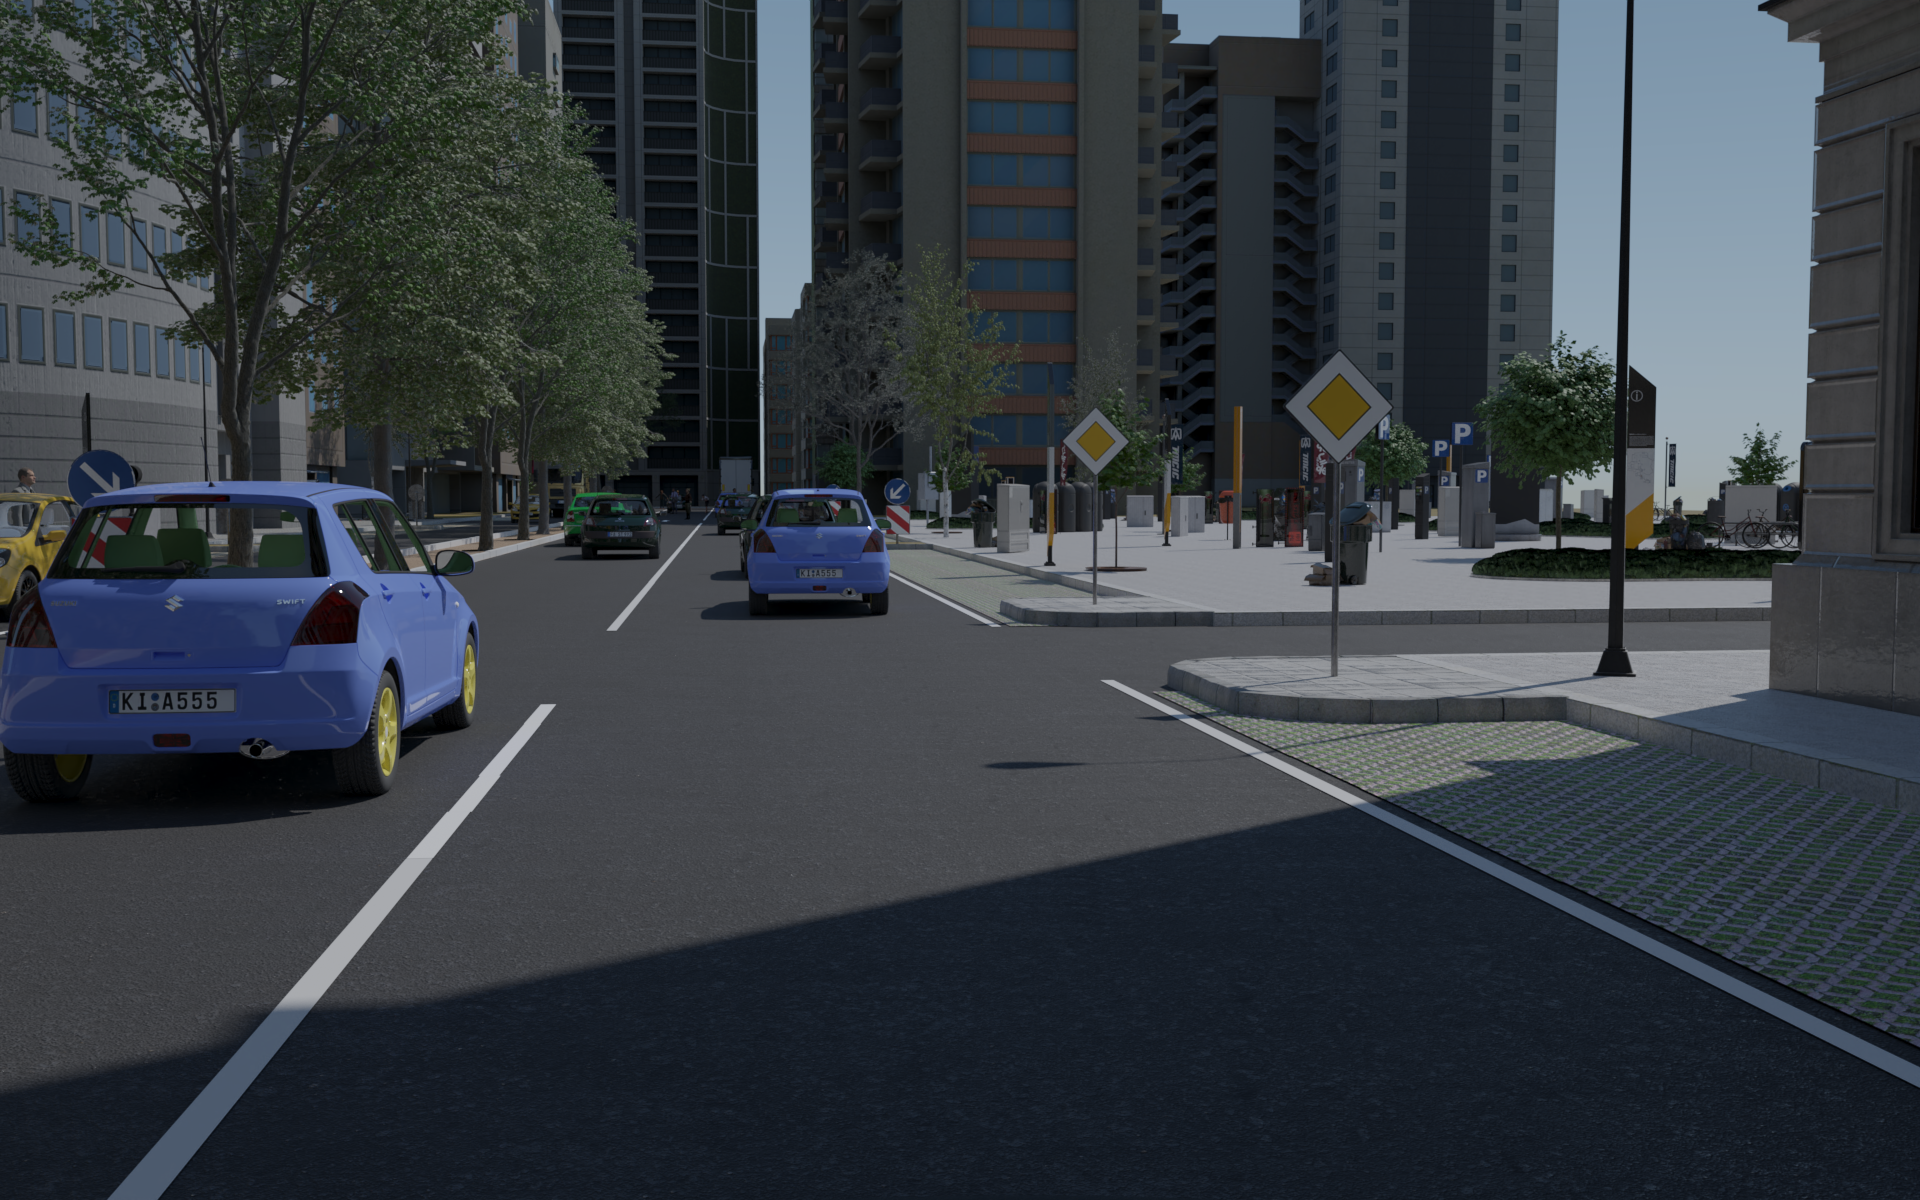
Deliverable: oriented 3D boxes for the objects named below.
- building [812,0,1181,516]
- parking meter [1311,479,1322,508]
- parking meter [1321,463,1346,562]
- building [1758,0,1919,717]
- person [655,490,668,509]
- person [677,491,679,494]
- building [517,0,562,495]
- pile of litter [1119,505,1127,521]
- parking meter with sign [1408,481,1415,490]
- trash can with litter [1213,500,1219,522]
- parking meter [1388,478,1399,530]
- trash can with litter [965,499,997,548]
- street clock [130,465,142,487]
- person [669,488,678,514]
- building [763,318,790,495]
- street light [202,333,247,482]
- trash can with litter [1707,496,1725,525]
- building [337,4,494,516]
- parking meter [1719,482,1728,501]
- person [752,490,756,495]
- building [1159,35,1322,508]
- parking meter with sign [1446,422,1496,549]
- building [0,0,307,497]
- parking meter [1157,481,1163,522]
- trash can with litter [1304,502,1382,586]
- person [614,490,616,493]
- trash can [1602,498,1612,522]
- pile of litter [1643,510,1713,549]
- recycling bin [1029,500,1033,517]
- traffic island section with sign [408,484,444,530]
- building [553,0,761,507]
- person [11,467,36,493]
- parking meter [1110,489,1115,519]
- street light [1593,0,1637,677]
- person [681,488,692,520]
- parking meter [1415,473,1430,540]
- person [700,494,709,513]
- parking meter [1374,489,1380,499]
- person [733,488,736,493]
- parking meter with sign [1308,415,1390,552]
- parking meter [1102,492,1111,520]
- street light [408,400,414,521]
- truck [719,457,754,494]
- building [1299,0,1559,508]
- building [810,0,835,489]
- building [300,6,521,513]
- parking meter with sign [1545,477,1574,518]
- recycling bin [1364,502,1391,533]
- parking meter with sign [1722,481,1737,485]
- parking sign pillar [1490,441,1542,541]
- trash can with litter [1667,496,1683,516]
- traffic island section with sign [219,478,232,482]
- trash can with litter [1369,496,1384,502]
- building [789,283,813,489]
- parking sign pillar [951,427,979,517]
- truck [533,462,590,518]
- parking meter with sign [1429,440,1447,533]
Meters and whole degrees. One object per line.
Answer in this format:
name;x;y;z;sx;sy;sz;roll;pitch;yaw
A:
building;1.746;-28.065;113.491;22.147;44.769;28.867;0;4;-8
parking meter;11.530;-3.066;55.834;0.255;1.863;0.399;-3;5;-44
parking meter;7.073;-1.648;32.660;0.255;1.863;0.399;3;4;38
building;11.211;-8.432;2.494;10.561;19.102;19.286;0;4;-8
person;-28.901;-9.743;167.814;1.348;1.821;0.705;1;4;10
person;-26.227;-9.266;160.722;1.217;1.743;0.721;-2;4;-25
building;-47.054;-32.477;154.698;21.600;48.544;21.300;0;4;-8
pile of litter;8.389;-4.245;83.365;1.176;0.858;1.719;-1;4;-20
parking meter with sign;24.617;-5.915;92.972;0.543;3.016;1.738;-2;4;-26
trash can with litter;11.602;-4.096;78.362;1.055;1.170;0.624;3;5;43
parking meter;15.601;-3.464;62.350;0.255;1.863;0.399;-1;4;-11
trash can with litter;0.682;-1.853;41.683;0.624;1.170;1.055;3;5;44
street clock;-20.793;-2.380;43.489;0.471;2.002;0.358;0;4;-2
person;-20.408;-7.021;123.163;0.709;1.838;0.599;2;4;30
building;-7.084;-21.272;192.837;28.899;21.520;27.650;0;4;-8
street light;-21.125;-4.724;49.773;1.470;5.913;1.316;0;4;-8
trash can with litter;23.770;-2.716;55.458;2.233;1.210;1.678;1;4;17
building;-43.570;-31.411;102.816;28.713;52.752;27.495;0;4;-8
parking meter;38.062;-4.932;86.351;0.399;1.863;0.255;2;4;33
person;-20.447;-9.917;170.724;1.350;1.814;0.705;-2;4;-35
building;25.445;-31.658;167.721;14.200;45.320;14.600;0;4;-8
parking meter with sign;12.314;-2.762;41.415;0.543;3.016;1.738;0;4;-7
building;-34.215;-31.144;51.206;21.231;58.520;28.212;0;4;-8
parking meter;9.344;-4.563;80.315;0.255;1.863;0.399;2;4;29
trash can with litter;5.390;-0.796;24.402;1.055;1.170;0.624;-3;4;-37
person;-29.865;-8.621;149.471;0.705;1.822;1.348;0;4;-7
trash can;26.169;-3.548;69.658;0.748;1.137;0.748;0;3;0
pile of litter;16.486;-1.577;39.755;1.719;0.858;1.176;3;5;44
recycling bin;2.986;-3.867;75.784;0.722;1.027;0.722;2;4;35
traffic island section with sign;-21.978;-3.752;69.976;1.989;1.847;2.006;0;4;-8
building;-31.761;-45.629;184.286;20.611;71.187;20.563;0;4;-8
person;-13.227;-0.979;24.612;0.767;1.812;0.694;-1;4;-11
parking meter;7.908;-4.971;89.693;0.372;1.533;0.369;0;3;0
street light;4.115;-2.417;12.058;1.470;5.913;1.316;0;4;-8
person;-15.378;-5.402;97.338;0.721;1.766;1.217;-3;4;-36
parking meter;13.063;-2.646;48.968;0.399;1.863;0.255;-3;5;-43
person;-19.028;-7.185;129.158;0.628;1.438;0.799;0;4;-5
parking meter;21.000;-4.813;87.101;0.372;1.533;0.369;0;3;0
person;-15.061;-6.570;115.859;1.348;1.831;0.705;-3;5;-39
parking meter with sign;8.602;-2.584;38.508;1.738;3.016;0.543;3;4;38
parking meter;7.347;-4.961;86.817;0.399;1.863;0.255;-2;4;-27
street light;-25.416;-6.677;81.704;1.470;5.913;1.316;0;4;-8
truck;-17.539;-8.990;135.901;2.839;4.237;11.283;0;4;-7
building;43.020;-44.562;166.843;20.611;71.187;20.563;0;4;-8
building;-4.643;-27.607;134.970;14.154;41.232;14.086;0;4;-8
building;-39.611;-29.040;124.914;14.600;45.320;14.200;0;4;-8
parking meter with sign;26.234;-4.908;76.507;1.738;3.016;0.543;3;5;43
recycling bin;13.991;-2.783;58.053;0.722;1.027;0.722;0;4;-5
parking meter with sign;43.500;-6.220;97.963;1.738;3.016;0.543;0;4;1
parking sign pillar;15.237;-3.612;47.536;1.447;3.967;1.447;1;4;16
trash can with litter;41.709;-5.497;101.266;1.055;1.170;0.624;1;4;20
traffic island section with sign;-18.374;-2.118;43.261;1.989;1.847;2.006;0;4;-8
trash can with litter;13.870;-2.961;59.466;2.233;1.210;1.678;0;4;-4
building;-0.910;-19.139;157.964;27.650;21.520;28.899;0;4;-8
parking sign pillar;0.202;-4.996;70.155;1.447;3.967;1.447;-3;4;-38
truck;-24.090;-6.780;106.770;3.469;3.379;9.791;0;4;-7
parking meter with sign;15.887;-3.679;56.417;0.543;3.016;1.738;2;4;31
